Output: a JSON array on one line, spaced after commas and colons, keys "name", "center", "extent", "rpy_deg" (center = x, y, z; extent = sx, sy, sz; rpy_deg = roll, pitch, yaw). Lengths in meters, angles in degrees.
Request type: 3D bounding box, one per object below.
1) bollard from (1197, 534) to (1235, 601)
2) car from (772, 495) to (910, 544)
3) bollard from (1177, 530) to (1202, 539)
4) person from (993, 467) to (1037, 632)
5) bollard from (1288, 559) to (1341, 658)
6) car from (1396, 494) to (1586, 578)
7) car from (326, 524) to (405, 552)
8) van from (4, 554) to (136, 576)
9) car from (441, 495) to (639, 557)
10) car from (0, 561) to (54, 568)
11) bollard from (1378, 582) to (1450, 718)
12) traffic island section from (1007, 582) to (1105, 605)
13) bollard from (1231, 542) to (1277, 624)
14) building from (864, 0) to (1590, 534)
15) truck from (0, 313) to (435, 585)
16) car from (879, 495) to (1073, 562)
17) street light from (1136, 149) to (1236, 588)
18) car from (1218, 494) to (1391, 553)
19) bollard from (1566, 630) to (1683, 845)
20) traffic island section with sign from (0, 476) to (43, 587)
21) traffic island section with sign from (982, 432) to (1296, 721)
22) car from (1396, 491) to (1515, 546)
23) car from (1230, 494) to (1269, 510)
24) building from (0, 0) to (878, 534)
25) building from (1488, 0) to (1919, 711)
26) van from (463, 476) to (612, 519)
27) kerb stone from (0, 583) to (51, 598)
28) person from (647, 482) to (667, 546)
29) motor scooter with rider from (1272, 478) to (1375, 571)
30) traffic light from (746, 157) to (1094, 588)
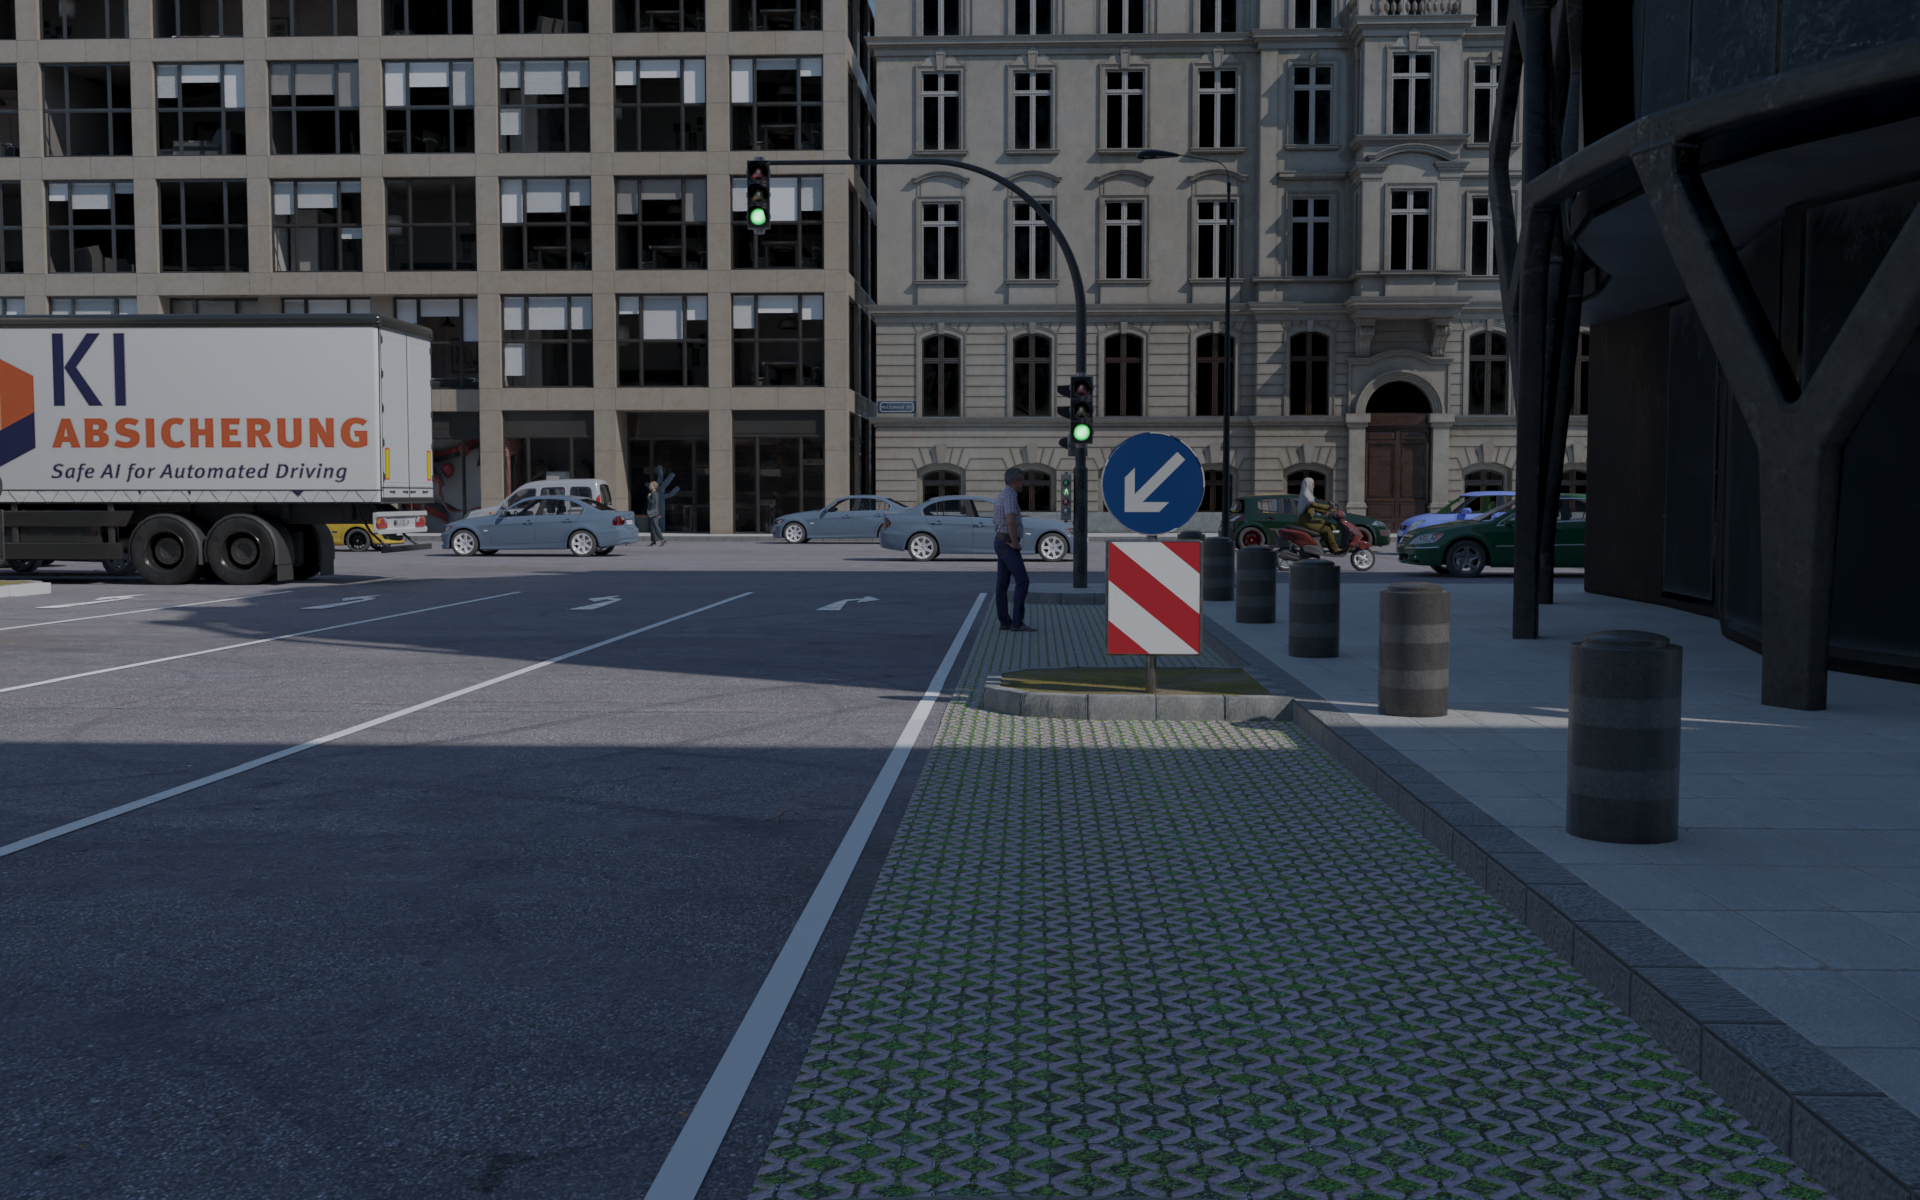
[{"name": "bollard", "center": [3.115, -0.378, 20.900], "extent": [0.404, 0.777, 0.398], "rpy_deg": [0, 3, 0]}, {"name": "car", "center": [-3.205, -2.342, 50.297], "extent": [4.499, 1.417, 2.014], "rpy_deg": [0, 4, 4]}, {"name": "bollard", "center": [3.268, -0.598, 24.497], "extent": [0.404, 0.777, 0.398], "rpy_deg": [0, 3, 0]}, {"name": "person", "center": [0.568, -0.532, 18.144], "extent": [0.436, 1.711, 0.756], "rpy_deg": [0, 4, -3]}, {"name": "bollard", "center": [2.804, 0.062, 13.708], "extent": [0.404, 0.777, 0.398], "rpy_deg": [0, 3, 0]}, {"name": "car", "center": [10.160, -1.134, 30.338], "extent": [4.920, 1.459, 2.131], "rpy_deg": [0, 4, 4]}, {"name": "car", "center": [-16.042, -2.041, 43.596], "extent": [3.980, 1.641, 2.015], "rpy_deg": [0, 4, 2]}, {"name": "van", "center": [-15.919, -1.470, 31.044], "extent": [4.112, 2.044, 2.013], "rpy_deg": [0, 4, 4]}, {"name": "car", "center": [-9.765, -1.726, 40.223], "extent": [4.499, 1.417, 2.014], "rpy_deg": [0, 4, 4]}, {"name": "car", "center": [-19.865, -1.538, 34.184], "extent": [4.494, 1.783, 2.155], "rpy_deg": [0, 4, 4]}, {"name": "bollard", "center": [2.648, 0.282, 10.108], "extent": [0.404, 0.777, 0.398], "rpy_deg": [0, 3, 0]}, {"name": "traffic island section", "center": [1.658, -0.086, 23.692], "extent": [2.009, 0.180, 2.903], "rpy_deg": [0, 4, 2]}, {"name": "bollard", "center": [2.958, -0.158, 17.304], "extent": [0.404, 0.777, 0.398], "rpy_deg": [0, 3, 0]}, {"name": "building", "center": [14.330, -14.774, 60.647], "extent": [34.723, 24.649, 14.460], "rpy_deg": [0, 4, 2]}, {"name": "truck", "center": [-14.527, -2.408, 28.290], "extent": [11.283, 4.237, 2.839], "rpy_deg": [0, 4, 2]}, {"name": "car", "center": [0.516, -1.547, 37.297], "extent": [4.499, 1.417, 2.014], "rpy_deg": [0, 4, 4]}, {"name": "street light", "center": [3.079, -3.116, 23.494], "extent": [1.470, 5.913, 1.316], "rpy_deg": [0, 4, 2]}, {"name": "car", "center": [8.530, -2.031, 42.992], "extent": [4.222, 1.686, 2.009], "rpy_deg": [0, 4, 3]}, {"name": "bollard", "center": [2.496, 0.502, 6.512], "extent": [0.404, 0.777, 0.398], "rpy_deg": [0, 3, 0]}, {"name": "traffic island section with sign", "center": [-14.274, -1.008, 24.614], "extent": [2.006, 1.907, 1.989], "rpy_deg": [0, 4, 2]}, {"name": "traffic island section with sign", "center": [1.159, -0.196, 11.832], "extent": [1.989, 1.847, 2.006], "rpy_deg": [0, 4, 2]}, {"name": "car", "center": [12.196, -1.911, 40.834], "extent": [3.694, 1.707, 1.945], "rpy_deg": [0, 4, 2]}, {"name": "car", "center": [9.045, -2.229, 46.661], "extent": [3.980, 1.641, 2.015], "rpy_deg": [0, 4, 4]}, {"name": "building", "center": [-20.162, -15.911, 64.667], "extent": [34.151, 26.468, 19.350], "rpy_deg": [0, 4, 2]}, {"name": "building", "center": [12.961, -8.935, 13.535], "extent": [16.820, 18.784, 16.811], "rpy_deg": [0, 4, 2]}, {"name": "van", "center": [-11.697, -2.500, 47.881], "extent": [4.112, 2.044, 2.013], "rpy_deg": [0, 4, 2]}, {"name": "kerb stone", "center": [-13.231, -0.144, 24.554], "extent": [0.120, 0.150, 1.000], "rpy_deg": [0, 4, 2]}, {"name": "person", "center": [-8.353, -2.364, 47.573], "extent": [0.534, 1.772, 0.576], "rpy_deg": [-1, 4, -21]}, {"name": "motor scooter with rider", "center": [6.733, -1.421, 32.191], "extent": [1.986, 1.779, 0.876], "rpy_deg": [0, 4, 2]}, {"name": "traffic light", "center": [-0.476, -2.988, 23.528], "extent": [4.771, 5.953, 1.251], "rpy_deg": [0, 4, 2]}]
